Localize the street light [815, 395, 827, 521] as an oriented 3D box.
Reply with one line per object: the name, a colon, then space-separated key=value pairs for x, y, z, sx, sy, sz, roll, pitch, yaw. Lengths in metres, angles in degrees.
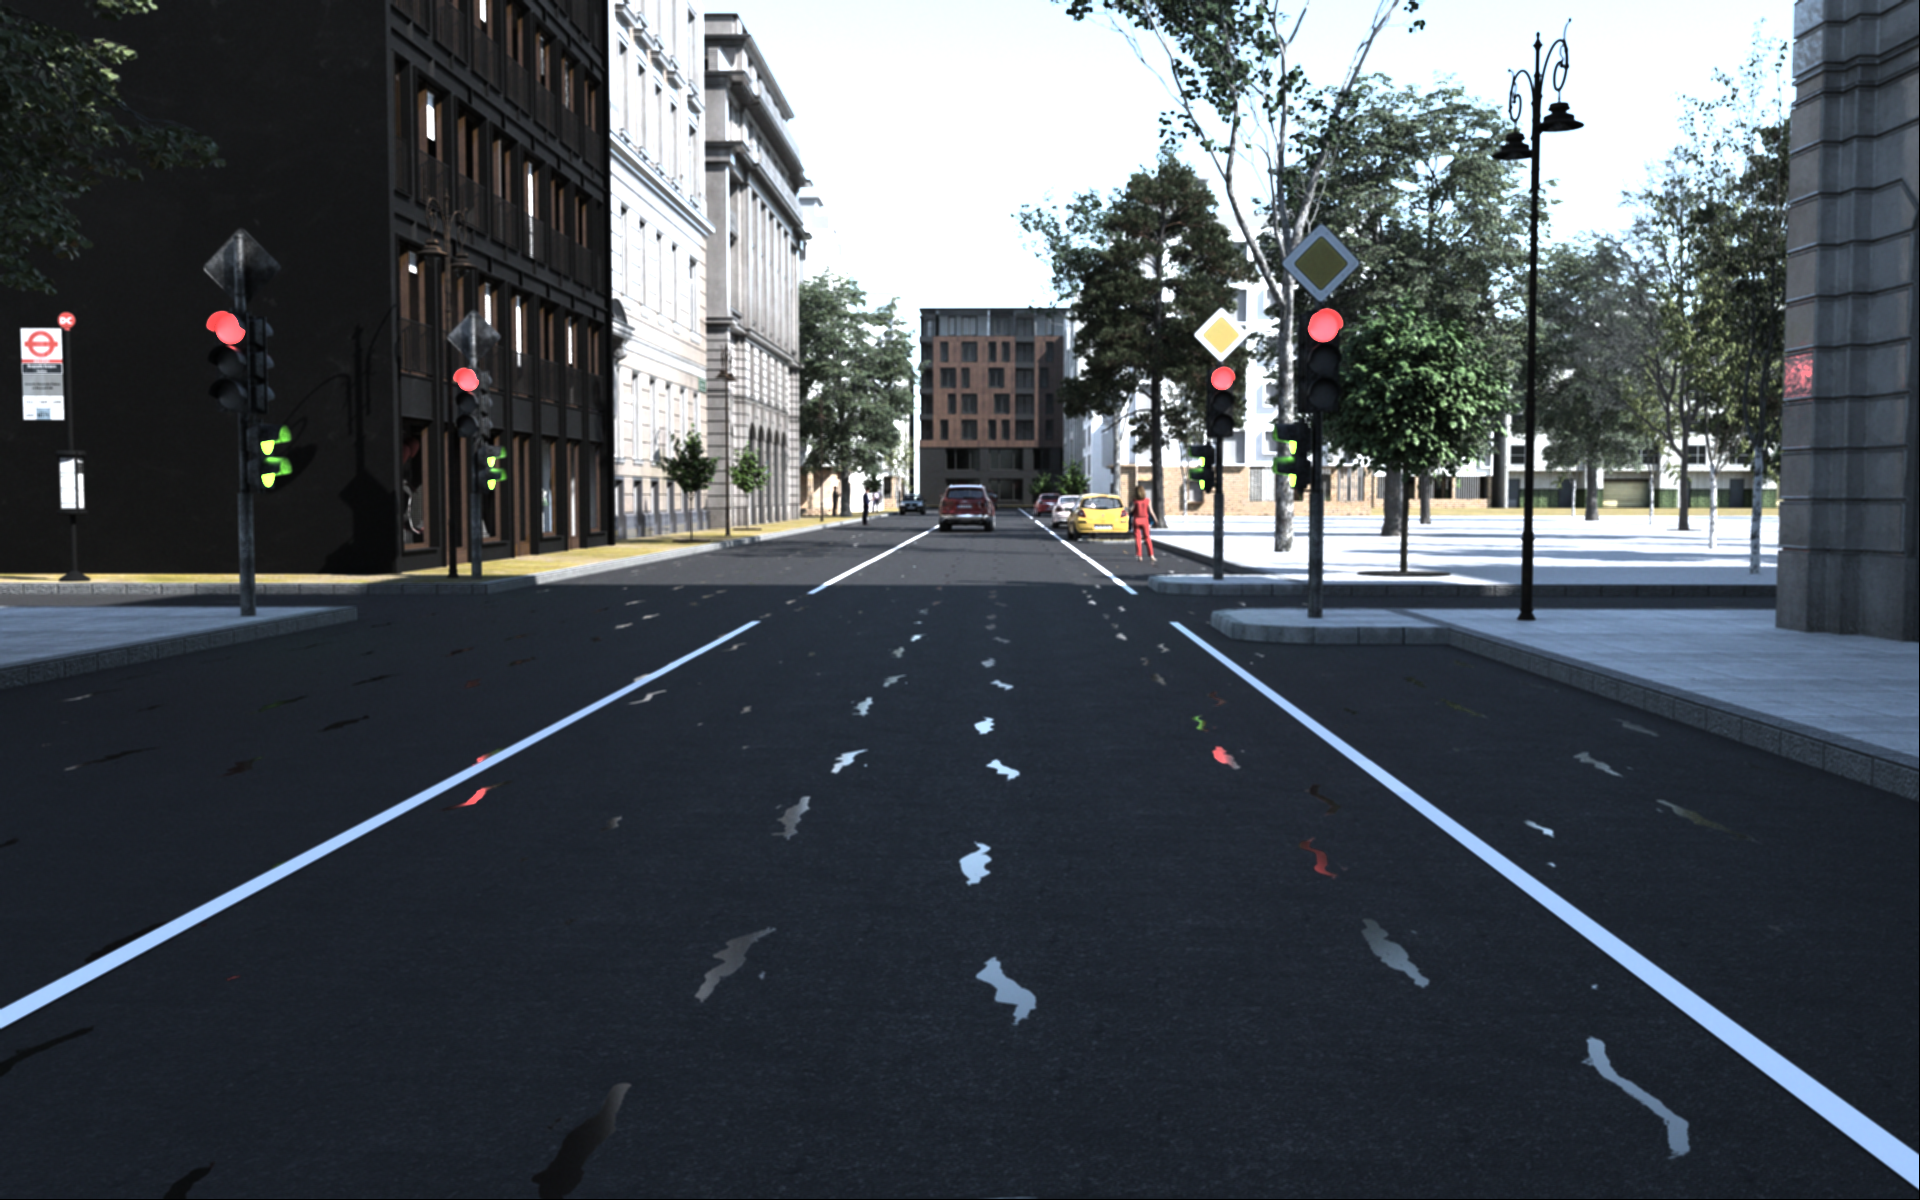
street light: x=-6.497 y=-6.635 z=81.271 sx=0.468 sy=5.910 sz=1.993 roll=0 pitch=4 yaw=1

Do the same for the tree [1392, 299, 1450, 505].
tree: x=15.979 y=-6.834 z=62.104 sx=4.360 sy=8.622 sz=3.978 roll=0 pitch=3 yaw=0

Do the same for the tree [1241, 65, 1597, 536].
tree: x=13.296 y=-8.915 z=52.413 sx=9.857 sy=13.997 sz=8.962 roll=0 pitch=3 yaw=0

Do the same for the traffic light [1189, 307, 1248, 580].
traffic light: x=3.857 y=-2.241 z=25.879 sx=0.839 sy=4.213 sz=0.868 roll=0 pitch=4 yaw=1

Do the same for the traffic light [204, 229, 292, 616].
traffic light: x=-7.484 y=-1.767 z=18.134 sx=0.839 sy=4.213 sz=0.868 roll=0 pitch=4 yaw=1

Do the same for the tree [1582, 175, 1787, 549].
tree: x=17.653 y=-5.483 z=40.011 sx=4.737 sy=8.622 sz=4.395 roll=0 pitch=3 yaw=0

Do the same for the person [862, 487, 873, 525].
person: x=-4.246 y=-4.301 z=79.521 sx=0.504 sy=1.737 sz=0.576 roll=-1 pitch=4 yaw=-22

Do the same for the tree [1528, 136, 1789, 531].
tree: x=25.195 y=-9.164 z=60.201 sx=12.009 sy=13.543 sz=11.850 roll=0 pitch=3 yaw=0

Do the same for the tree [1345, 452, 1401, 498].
tree: x=24.302 y=-9.854 z=95.530 sx=8.767 sy=10.594 sz=7.601 roll=0 pitch=4 yaw=5

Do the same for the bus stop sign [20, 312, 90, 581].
bus stop sign: x=-13.316 y=-2.249 z=25.482 sx=0.855 sy=3.939 sz=0.416 roll=0 pitch=4 yaw=-5

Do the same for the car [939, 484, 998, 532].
car: x=0.294 y=-3.601 z=67.546 sx=2.281 sy=1.827 sz=5.304 roll=0 pitch=4 yaw=3

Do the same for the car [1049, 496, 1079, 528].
car: x=4.838 y=-3.735 z=73.432 sx=2.083 sy=1.381 sz=4.827 roll=0 pitch=4 yaw=2

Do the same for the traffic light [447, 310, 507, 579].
traffic light: x=-7.302 y=-2.255 z=26.117 sx=0.839 sy=4.213 sz=0.868 roll=0 pitch=4 yaw=1

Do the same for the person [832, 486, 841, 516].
person: x=-7.013 y=-5.672 z=99.318 sx=0.750 sy=1.759 sz=0.617 roll=1 pitch=4 yaw=14

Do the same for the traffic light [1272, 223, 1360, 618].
traffic light: x=3.675 y=-1.752 z=17.896 sx=0.839 sy=4.213 sz=0.868 roll=0 pitch=4 yaw=1

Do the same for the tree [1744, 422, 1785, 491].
tree: x=44.788 y=-7.500 z=85.530 sx=11.467 sy=7.101 sz=20.602 roll=0 pitch=4 yaw=-5

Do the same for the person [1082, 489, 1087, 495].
person: x=7.949 y=-6.412 z=111.595 sx=0.721 sy=1.735 sz=1.217 roll=-2 pitch=4 yaw=-25

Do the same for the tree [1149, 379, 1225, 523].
tree: x=10.070 y=-7.710 z=76.419 sx=4.360 sy=8.622 sz=3.978 roll=0 pitch=3 yaw=0

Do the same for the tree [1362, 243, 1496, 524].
tree: x=19.704 y=-9.252 z=73.332 sx=6.751 sy=12.117 sz=7.091 roll=0 pitch=3 yaw=0

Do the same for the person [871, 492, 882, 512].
person: x=-5.813 y=-6.951 z=120.634 sx=0.756 sy=1.711 sz=0.436 roll=0 pitch=4 yaw=5

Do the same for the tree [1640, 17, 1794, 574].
tree: x=13.065 y=-4.727 z=27.657 sx=4.360 sy=8.622 sz=3.978 roll=0 pitch=3 yaw=0

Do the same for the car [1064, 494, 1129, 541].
car: x=4.307 y=-2.697 z=54.318 sx=2.015 sy=1.641 sz=3.980 roll=0 pitch=4 yaw=-1

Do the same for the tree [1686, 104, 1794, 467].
tree: x=23.818 y=-7.717 z=48.228 sx=6.751 sy=12.117 sz=7.091 roll=0 pitch=3 yaw=0

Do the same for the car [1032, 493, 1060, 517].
car: x=5.678 y=-6.190 z=110.241 sx=2.155 sy=1.783 sz=4.494 roll=0 pitch=4 yaw=-1

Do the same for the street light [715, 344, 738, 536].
street light: x=-7.176 y=-4.928 z=53.363 sx=0.468 sy=5.910 sz=1.993 roll=0 pitch=4 yaw=1

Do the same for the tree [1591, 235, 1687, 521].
tree: x=30.378 y=-10.774 z=82.802 sx=9.857 sy=13.997 sz=8.962 roll=0 pitch=3 yaw=0

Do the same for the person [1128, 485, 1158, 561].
person: x=3.901 y=-1.644 z=37.084 sx=0.593 sy=1.614 sz=0.444 roll=2 pitch=4 yaw=25

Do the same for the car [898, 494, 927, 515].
car: x=-3.318 y=-6.812 z=121.170 sx=2.009 sy=1.686 sz=4.222 roll=0 pitch=4 yaw=1

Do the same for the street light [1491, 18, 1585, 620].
street light: x=5.776 y=-2.734 z=17.483 sx=0.468 sy=5.910 sz=1.993 roll=0 pitch=4 yaw=1

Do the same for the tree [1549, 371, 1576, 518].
tree: x=33.729 y=-8.827 z=94.676 sx=4.737 sy=8.622 sz=4.395 roll=0 pitch=3 yaw=0

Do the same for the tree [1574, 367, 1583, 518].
tree: x=28.809 y=-7.409 z=71.501 sx=4.737 sy=8.622 sz=4.395 roll=0 pitch=3 yaw=0

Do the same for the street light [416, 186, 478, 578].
street light: x=-7.775 y=-3.278 z=26.388 sx=0.468 sy=5.910 sz=1.993 roll=0 pitch=4 yaw=1
